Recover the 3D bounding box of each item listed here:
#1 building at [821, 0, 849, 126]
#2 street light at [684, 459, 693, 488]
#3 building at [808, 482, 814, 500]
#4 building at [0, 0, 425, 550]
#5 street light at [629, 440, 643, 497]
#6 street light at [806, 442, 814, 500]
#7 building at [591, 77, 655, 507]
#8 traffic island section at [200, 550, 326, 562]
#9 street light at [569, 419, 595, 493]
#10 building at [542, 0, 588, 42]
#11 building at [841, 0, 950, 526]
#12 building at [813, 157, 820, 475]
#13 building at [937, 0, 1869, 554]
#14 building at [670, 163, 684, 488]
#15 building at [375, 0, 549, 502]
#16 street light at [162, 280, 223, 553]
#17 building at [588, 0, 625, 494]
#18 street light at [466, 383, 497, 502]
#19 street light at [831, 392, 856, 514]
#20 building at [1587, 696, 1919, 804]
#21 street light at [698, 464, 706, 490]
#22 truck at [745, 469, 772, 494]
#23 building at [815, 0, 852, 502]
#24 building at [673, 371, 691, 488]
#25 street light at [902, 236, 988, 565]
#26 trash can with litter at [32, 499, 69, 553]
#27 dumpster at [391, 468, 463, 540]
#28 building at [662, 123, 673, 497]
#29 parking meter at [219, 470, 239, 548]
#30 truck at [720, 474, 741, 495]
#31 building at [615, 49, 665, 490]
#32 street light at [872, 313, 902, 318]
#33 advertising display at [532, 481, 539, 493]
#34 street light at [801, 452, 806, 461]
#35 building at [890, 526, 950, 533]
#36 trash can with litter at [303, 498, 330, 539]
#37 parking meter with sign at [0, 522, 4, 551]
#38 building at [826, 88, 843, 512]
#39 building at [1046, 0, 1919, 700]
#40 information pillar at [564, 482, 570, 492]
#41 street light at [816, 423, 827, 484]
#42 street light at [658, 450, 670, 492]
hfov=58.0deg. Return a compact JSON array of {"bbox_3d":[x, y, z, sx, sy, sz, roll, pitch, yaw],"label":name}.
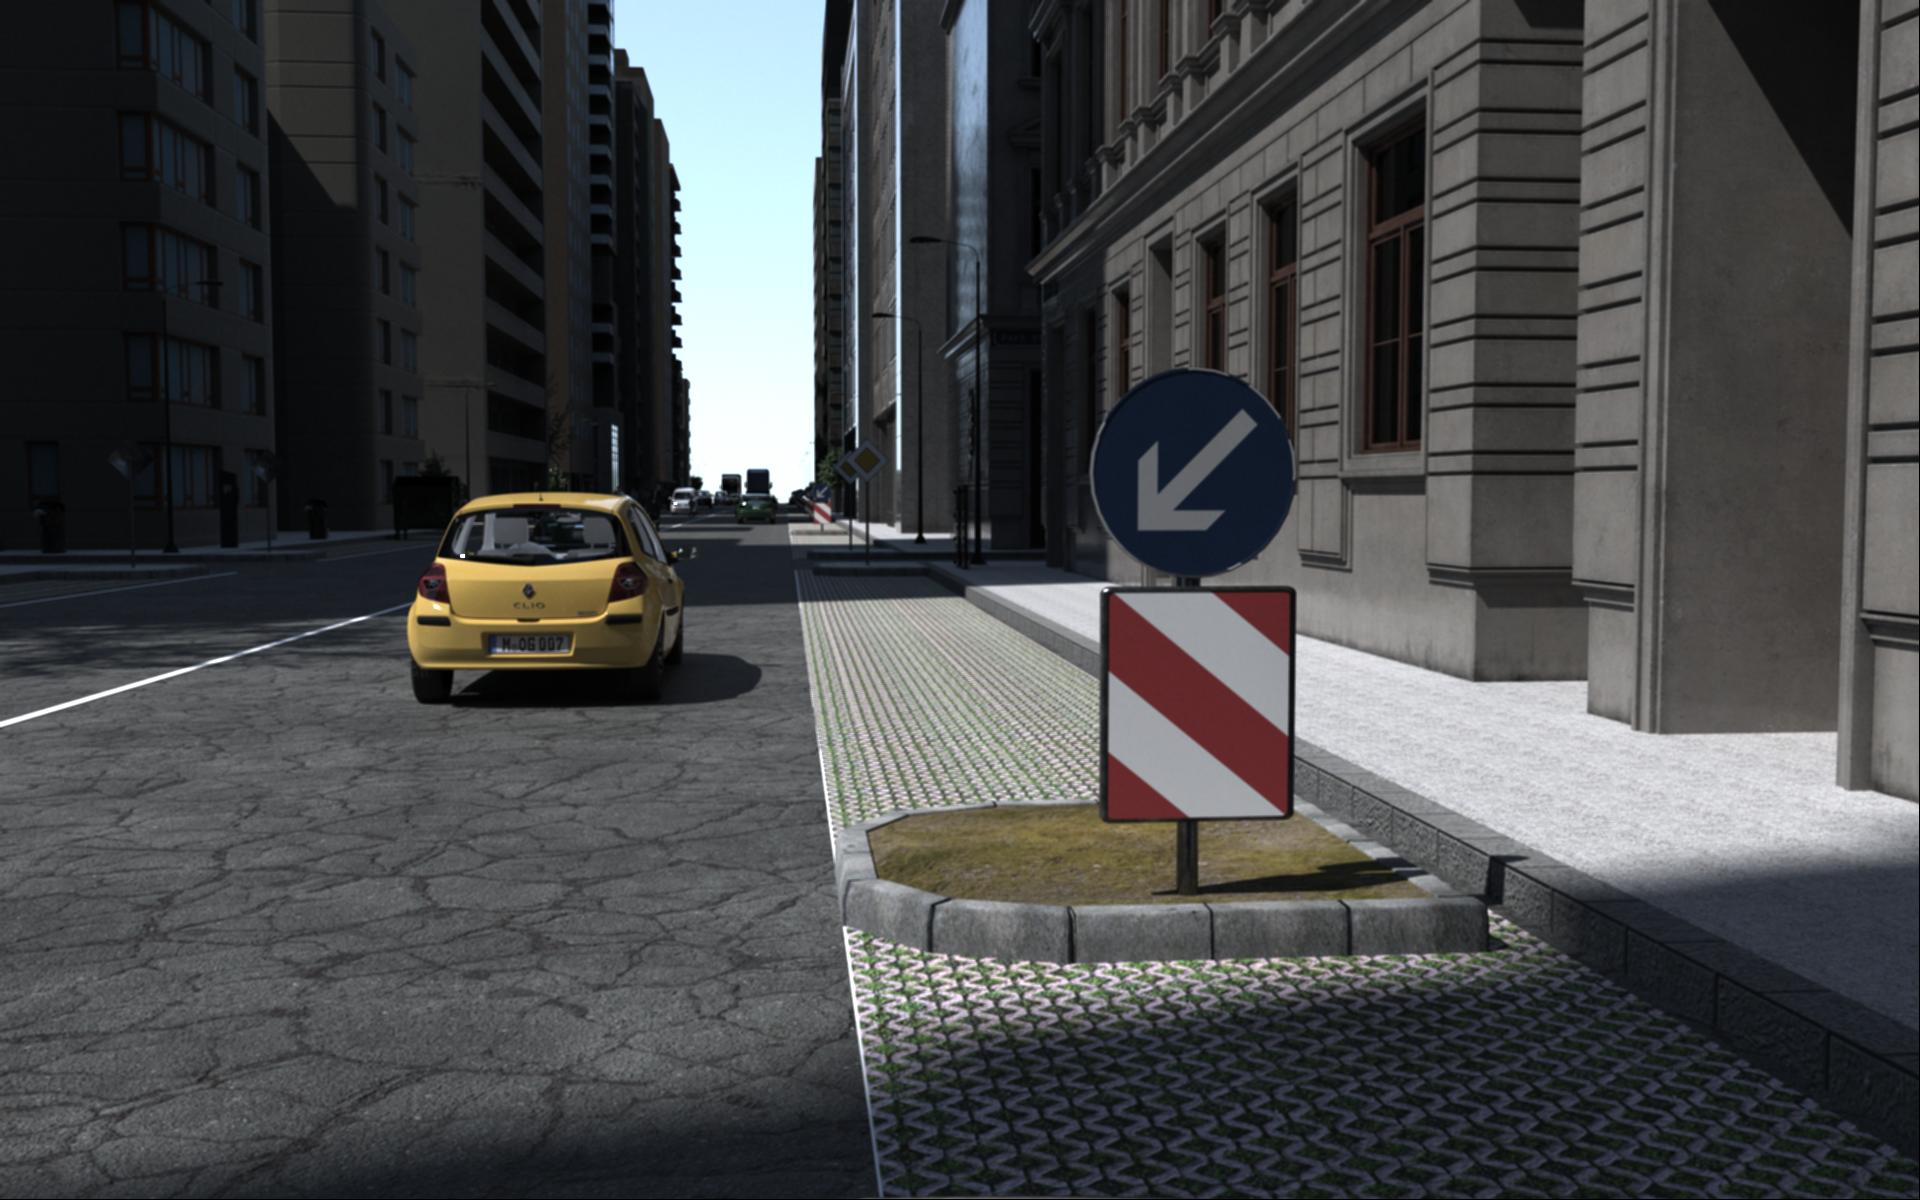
[{"bbox_3d":[-2.258,-33.136,165.474,21.300,48.544,21.600,0,4,-6],"label":"building"},{"bbox_3d":[-36.308,-15.852,231.728,1.470,5.913,1.316,0,4,-6],"label":"street light"},{"bbox_3d":[-6.797,-34.886,262.272,32.217,40.220,23.993,0,4,-6],"label":"building"},{"bbox_3d":[-33.462,-12.676,52.297,27.650,21.520,28.899,0,4,-6],"label":"building"},{"bbox_3d":[-27.879,-10.788,148.932,1.470,5.913,1.316,0,4,-6],"label":"street light"},{"bbox_3d":[-12.836,-11.156,154.937,1.470,5.913,1.316,0,4,-6],"label":"street light"},{"bbox_3d":[-36.773,-29.413,164.502,14.154,41.232,14.086,0,4,-6],"label":"building"},{"bbox_3d":[-15.185,-0.963,38.028,2.009,0.180,2.903,0,4,-6],"label":"traffic island section"},{"bbox_3d":[-23.693,-8.270,107.756,1.470,5.913,1.316,0,4,-6],"label":"street light"},{"bbox_3d":[-33.230,-28.690,119.192,14.600,45.320,14.200,0,4,-6],"label":"building"},{"bbox_3d":[0.457,-16.437,86.763,12.078,24.808,19.932,0,4,-6],"label":"building"},{"bbox_3d":[-9.214,-37.558,237.775,21.300,48.544,21.600,0,4,-6],"label":"building"},{"bbox_3d":[9.902,-12.769,44.923,21.152,22.565,11.583,0,4,-6],"label":"building"},{"bbox_3d":[-47.256,-34.746,222.727,22.147,44.769,28.867,0,4,-6],"label":"building"},{"bbox_3d":[-32.726,-28.208,84.903,21.300,48.544,21.600,0,4,-6],"label":"building"},{"bbox_3d":[-16.662,-3.981,37.635,1.470,5.913,1.316,0,4,-6],"label":"street light"},{"bbox_3d":[-38.537,-50.621,140.326,22.319,86.520,31.000,0,4,-6],"label":"building"},{"bbox_3d":[-20.111,-6.126,72.702,1.470,5.913,1.316,0,4,-6],"label":"street light"},{"bbox_3d":[-5.176,-6.526,79.246,1.470,5.913,1.316,0,4,-6],"label":"street light"},{"bbox_3d":[9.577,-10.038,0.276,11.583,22.565,21.152,0,4,-6],"label":"building"},{"bbox_3d":[-39.697,-17.964,266.244,1.470,5.913,1.316,0,4,-6],"label":"street light"},{"bbox_3d":[-20.979,-11.581,179.107,2.967,4.110,18.799,0,4,-6],"label":"truck"},{"bbox_3d":[-7.841,-47.572,216.049,20.563,71.187,20.611,0,4,-6],"label":"building"},{"bbox_3d":[-53.874,-24.875,251.745,27.650,21.520,28.899,0,4,-6],"label":"building"},{"bbox_3d":[-0.212,-3.599,31.381,1.470,5.913,1.316,0,4,-6],"label":"street light"},{"bbox_3d":[-19.711,-1.601,37.564,0.624,1.170,1.055,-1,4,-21],"label":"trash can with litter"},{"bbox_3d":[-16.624,-3.003,54.054,1.985,2.255,1.502,0,4,-4],"label":"dumpster"},{"bbox_3d":[-41.082,-33.738,201.731,14.600,45.320,14.200,0,4,-6],"label":"building"},{"bbox_3d":[-17.420,-2.177,41.303,0.399,1.863,0.255,-1,4,-11],"label":"parking meter"},{"bbox_3d":[-32.306,-15.647,244.745,2.839,4.237,11.283,0,4,-5],"label":"truck"},{"bbox_3d":[-38.810,-32.309,178.360,14.600,45.320,14.200,0,4,-6],"label":"building"},{"bbox_3d":[-1.564,-4.407,44.600,1.470,5.913,1.316,0,4,-6],"label":"street light"},{"bbox_3d":[-21.853,-5.132,89.121,0.123,1.923,0.974,0,4,0],"label":"advertising display"},{"bbox_3d":[-17.500,-14.055,202.342,1.470,5.913,1.316,0,4,-6],"label":"street light"},{"bbox_3d":[3.062,-15.169,66.043,12.078,24.808,19.932,0,4,-6],"label":"building"},{"bbox_3d":[-18.278,-2.315,49.233,0.624,1.170,1.055,-1,4,-13],"label":"trash can with litter"},{"bbox_3d":[-22.234,-2.576,38.371,1.738,3.016,0.543,-2,4,-33],"label":"parking meter with sign"},{"bbox_3d":[-2.787,-21.751,127.334,14.160,30.474,14.107,0,4,-6],"label":"building"},{"bbox_3d":[7.447,-11.323,21.280,11.583,22.565,21.152,0,4,-6],"label":"building"},{"bbox_3d":[-24.751,-6.398,109.091,0.304,2.012,0.304,0,4,1],"label":"information pillar"},{"bbox_3d":[-8.621,-8.637,113.756,1.470,5.913,1.316,0,4,-6],"label":"street light"},{"bbox_3d":[-31.368,-12.899,183.438,1.470,5.913,1.316,0,4,-6],"label":"street light"}]
